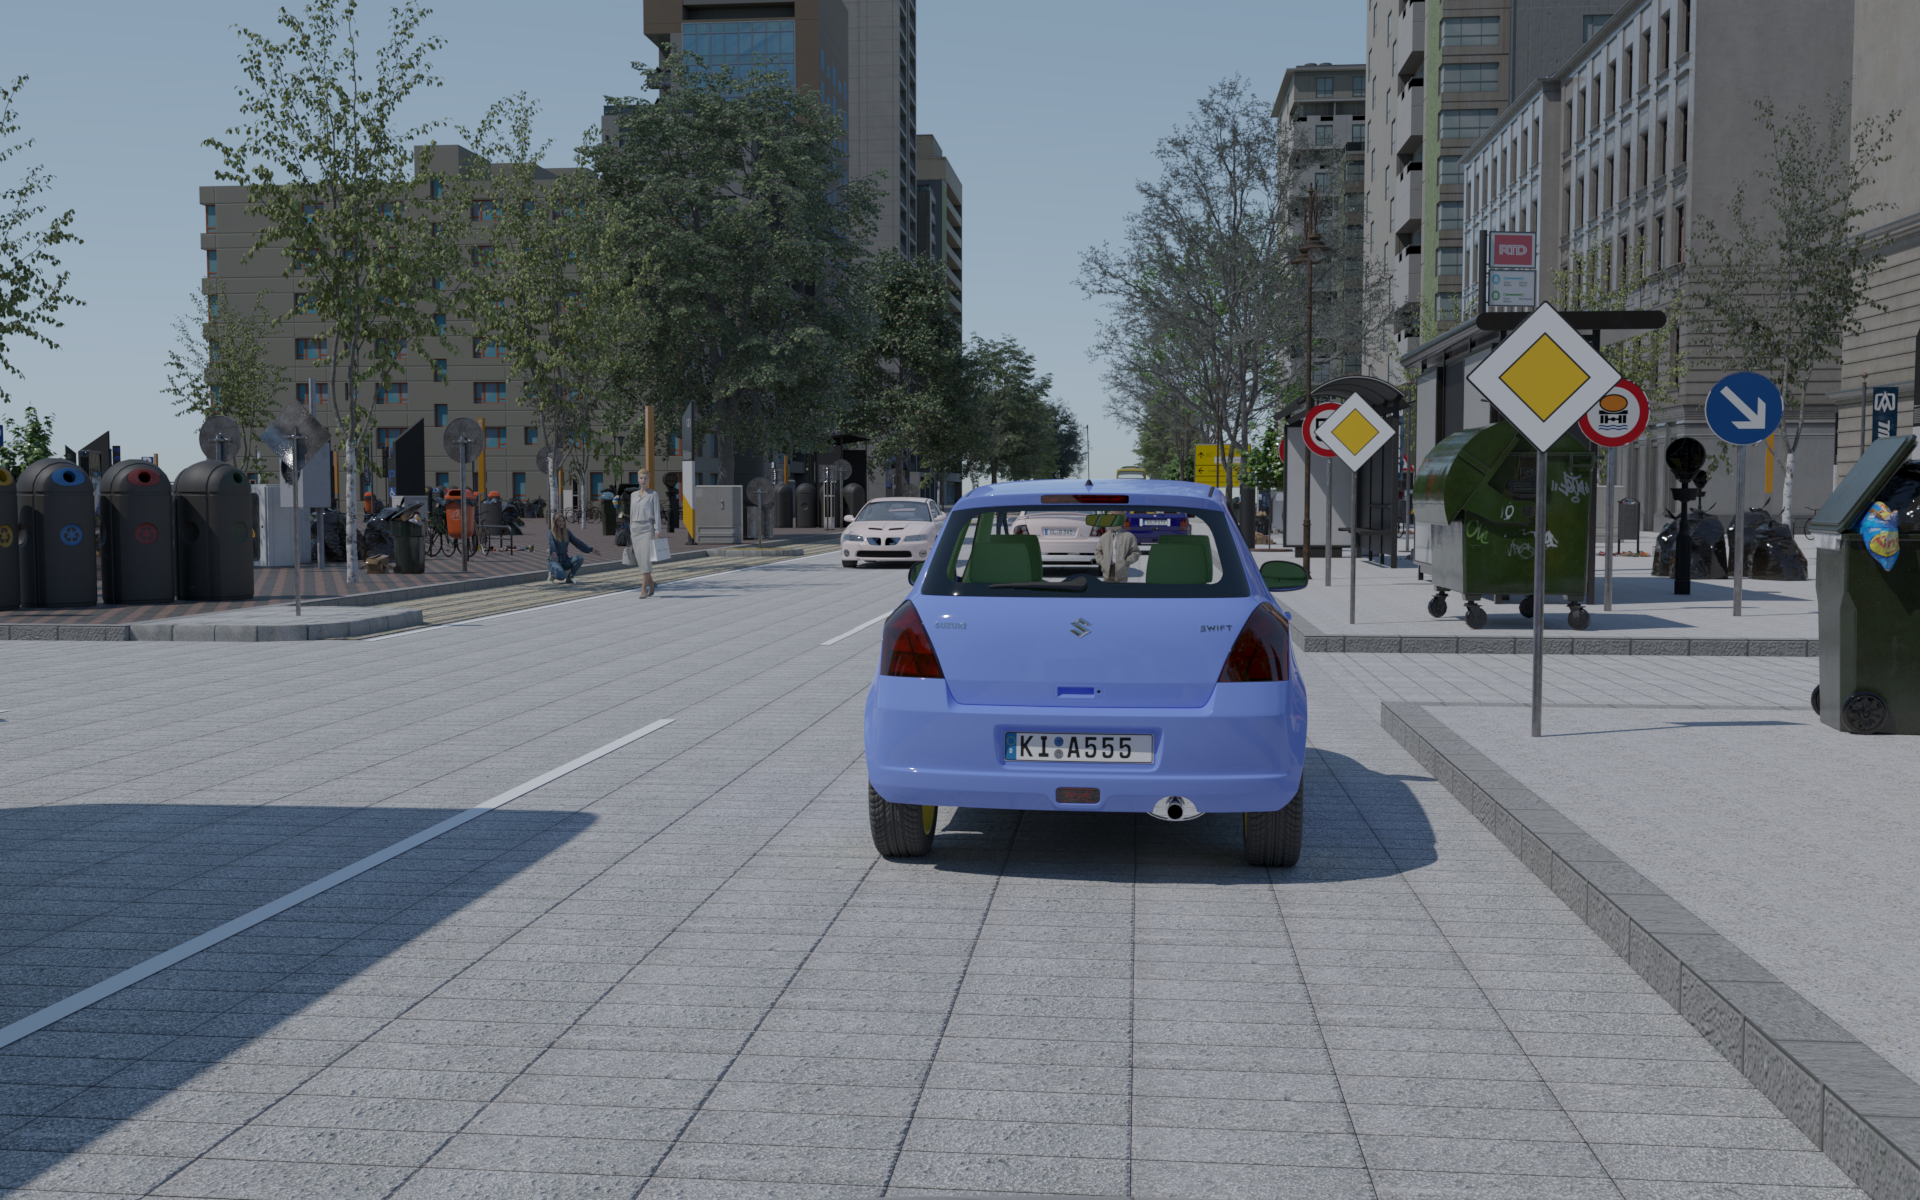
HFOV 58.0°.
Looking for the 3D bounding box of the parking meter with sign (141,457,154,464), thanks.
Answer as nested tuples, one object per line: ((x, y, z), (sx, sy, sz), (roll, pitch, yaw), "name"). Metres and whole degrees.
((-37.764, -5.214, 81.503), (0.543, 3.016, 1.738), (0, 4, 3), "parking meter with sign")

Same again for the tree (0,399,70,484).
((-18.529, -2.459, 34.804), (1.663, 3.219, 1.824), (0, 3, 0), "tree")

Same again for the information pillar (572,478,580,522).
((-17.580, -4.571, 79.224), (0.304, 2.012, 0.304), (0, 4, -7), "information pillar")

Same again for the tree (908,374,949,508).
((-1.479, -9.265, 101.839), (4.737, 8.622, 4.395), (0, 3, 0), "tree")

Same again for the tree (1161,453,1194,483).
((15.887, -8.441, 121.719), (4.285, 4.588, 4.351), (0, 3, 0), "tree")

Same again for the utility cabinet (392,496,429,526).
((-17.707, -2.739, 55.949), (1.020, 1.237, 0.306), (-1, 4, -18), "utility cabinet")

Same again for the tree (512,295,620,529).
((-14.045, -6.907, 63.289), (4.360, 8.622, 3.978), (0, 3, 0), "tree")

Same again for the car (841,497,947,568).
((-1.237, -1.396, 35.189), (2.083, 1.381, 4.827), (0, 4, 5), "car")

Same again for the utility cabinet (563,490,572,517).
((-21.503, -5.303, 95.389), (1.173, 1.500, 0.318), (3, 5, 41), "utility cabinet")

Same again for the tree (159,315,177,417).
((-24.339, -6.585, 58.028), (4.737, 8.622, 4.395), (0, 3, 0), "tree")

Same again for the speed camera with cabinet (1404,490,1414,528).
((17.763, -4.336, 65.222), (0.660, 3.252, 2.038), (-3, 5, -42), "speed camera with cabinet")

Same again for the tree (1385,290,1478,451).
((17.261, -6.811, 61.721), (4.737, 8.622, 4.395), (0, 3, 0), "tree")

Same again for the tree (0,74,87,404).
((-16.811, -4.785, 28.592), (4.737, 8.622, 4.395), (0, 3, 0), "tree")

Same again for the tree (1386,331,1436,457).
((21.078, -7.753, 77.126), (4.360, 8.622, 3.978), (0, 3, 0), "tree")

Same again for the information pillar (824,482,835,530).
((-4.645, -3.488, 61.514), (0.304, 2.012, 0.304), (1, 4, 16), "information pillar")

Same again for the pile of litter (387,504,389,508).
((-29.231, -4.579, 88.839), (1.719, 0.858, 1.176), (-1, 4, -13), "pile of litter")

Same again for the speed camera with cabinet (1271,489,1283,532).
((10.854, -3.960, 59.082), (0.660, 3.252, 2.038), (-1, 4, -17), "speed camera with cabinet")

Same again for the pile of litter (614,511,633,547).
((-8.059, -1.772, 42.934), (1.176, 0.858, 1.719), (0, 4, 3), "pile of litter")

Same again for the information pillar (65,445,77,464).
((-41.948, -5.528, 81.742), (0.504, 3.616, 0.183), (-3, 4, -36), "information pillar")

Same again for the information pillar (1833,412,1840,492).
((25.056, -3.537, 49.187), (0.504, 3.616, 0.183), (1, 4, 10), "information pillar")

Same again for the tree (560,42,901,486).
((-6.703, -8.775, 50.120), (9.857, 13.997, 8.962), (0, 3, 0), "tree")

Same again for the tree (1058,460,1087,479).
((14.712, -19.447, 252.366), (8.767, 10.594, 7.601), (-2, 4, -29), "tree")

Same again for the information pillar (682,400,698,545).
((-6.819, -3.195, 43.586), (0.183, 3.616, 0.504), (-3, 4, -38), "information pillar")

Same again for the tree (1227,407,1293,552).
((6.930, -2.703, 38.795), (1.663, 3.219, 1.824), (0, 3, 0), "tree")

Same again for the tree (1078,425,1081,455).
((12.138, -19.952, 232.876), (9.857, 13.997, 8.962), (0, 3, 0), "tree")

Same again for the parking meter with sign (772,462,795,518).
((-9.243, -5.945, 93.457), (1.738, 3.016, 0.543), (-1, 4, -21), "parking meter with sign")

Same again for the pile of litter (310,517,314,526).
((-16.920, -1.781, 43.077), (1.719, 0.858, 1.176), (2, 4, 31), "pile of litter")

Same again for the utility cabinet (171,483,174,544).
((-15.641, -1.611, 35.023), (0.318, 1.500, 1.173), (1, 4, 16), "utility cabinet")

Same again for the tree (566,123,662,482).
((-7.517, -4.989, 31.934), (4.737, 8.622, 4.395), (0, 3, 0), "tree")

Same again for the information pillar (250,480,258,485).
((-36.551, -5.210, 89.673), (0.304, 2.012, 0.304), (0, 4, -3), "information pillar")

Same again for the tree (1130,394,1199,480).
((21.195, -15.917, 178.377), (7.486, 12.596, 7.792), (0, 3, 0), "tree")

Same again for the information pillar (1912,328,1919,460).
((11.773, -1.824, 21.176), (0.183, 3.616, 0.504), (1, 4, 11), "information pillar")

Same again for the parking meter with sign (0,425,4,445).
((-24.922, -2.898, 43.648), (1.738, 3.016, 0.543), (1, 4, 23), "parking meter with sign")

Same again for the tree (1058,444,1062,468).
((6.869, -16.295, 184.548), (7.486, 12.596, 7.792), (0, 3, 0), "tree")

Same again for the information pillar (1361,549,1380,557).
((8.430, -1.900, 35.550), (0.304, 2.012, 0.304), (-3, 5, -40), "information pillar")

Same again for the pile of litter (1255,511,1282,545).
((7.477, -1.856, 44.303), (1.176, 0.858, 1.719), (-1, 4, -22), "pile of litter")

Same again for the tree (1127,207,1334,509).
((9.916, -8.466, 64.167), (9.928, 11.665, 9.643), (0, 3, 0), "tree")

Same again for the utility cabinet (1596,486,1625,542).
((16.856, -2.255, 45.549), (1.173, 1.500, 0.318), (0, 4, -4), "utility cabinet")

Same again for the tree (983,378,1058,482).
((5.183, -15.236, 167.234), (7.486, 12.596, 7.792), (0, 3, 0), "tree")

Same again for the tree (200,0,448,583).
((-8.573, -4.558, 24.890), (4.737, 8.622, 4.395), (0, 3, 0), "tree")

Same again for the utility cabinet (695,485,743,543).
((-6.187, -2.190, 44.478), (1.173, 1.500, 0.318), (0, 4, 1), "utility cabinet")

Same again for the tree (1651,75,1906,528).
((14.935, -4.951, 31.307), (4.360, 8.622, 3.978), (0, 3, 0), "tree")

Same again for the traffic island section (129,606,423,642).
((-6.989, 0.247, 18.239), (2.009, 0.180, 2.903), (0, 4, 6), "traffic island section")

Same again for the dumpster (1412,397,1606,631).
((5.373, -0.892, 17.074), (1.502, 2.255, 1.985), (0, 4, 6), "dumpster")

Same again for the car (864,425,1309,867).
((0.656, 0.095, 8.042), (1.945, 1.707, 3.694), (0, 4, 7), "car")

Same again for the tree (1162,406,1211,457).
((18.809, -11.862, 144.313), (4.737, 8.622, 4.395), (0, 3, 0), "tree")

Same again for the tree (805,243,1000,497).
((-2.702, -9.917, 79.155), (9.611, 12.733, 9.660), (0, 3, 0), "tree")

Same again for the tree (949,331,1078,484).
((2.810, -14.028, 136.017), (9.857, 13.997, 8.962), (0, 3, 0), "tree")

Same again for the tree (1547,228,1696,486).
((18.278, -6.025, 48.874), (4.737, 8.622, 4.395), (0, 3, 0), "tree")

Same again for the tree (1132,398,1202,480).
((23.931, -16.928, 193.781), (9.611, 12.733, 9.660), (0, 3, 0), "tree")

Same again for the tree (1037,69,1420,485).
((8.340, -8.616, 51.239), (12.009, 13.543, 11.850), (0, 3, 0), "tree")

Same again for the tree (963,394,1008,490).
((1.151, -10.479, 121.701), (4.360, 8.622, 3.978), (0, 3, 0), "tree")
